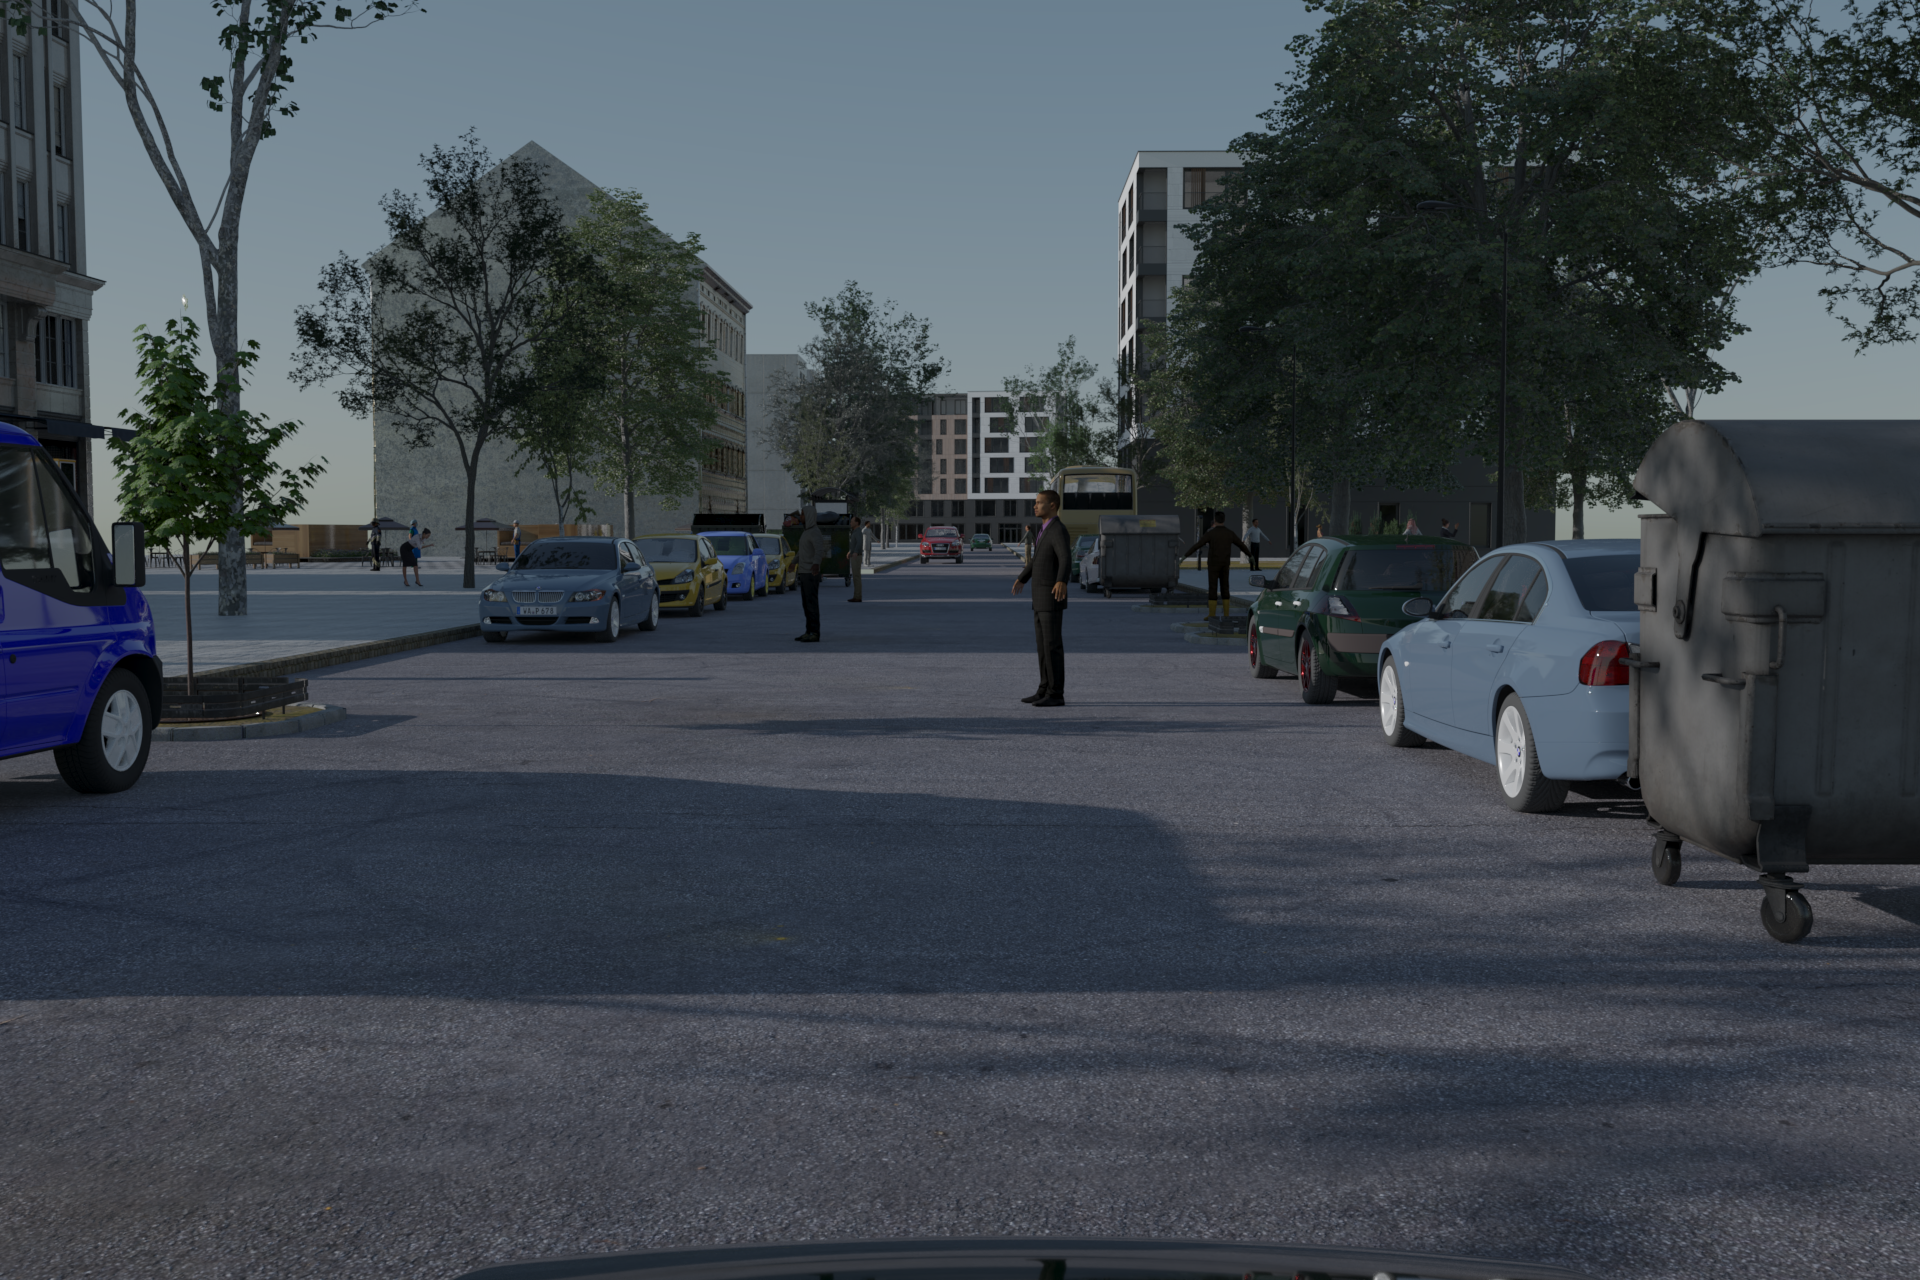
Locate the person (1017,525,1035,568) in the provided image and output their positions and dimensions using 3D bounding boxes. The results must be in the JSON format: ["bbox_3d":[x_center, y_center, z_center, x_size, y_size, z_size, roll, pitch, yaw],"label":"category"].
[{"bbox_3d":[2.840,-3.912,72.690,0.705,1.796,1.348,2,4,32],"label":"person"}]

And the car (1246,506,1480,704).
[{"bbox_3d":[3.755,-0.379,15.983,2.009,1.686,4.222,0,3,0],"label":"car"}]

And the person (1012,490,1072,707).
[{"bbox_3d":[0.718,-0.357,14.511,0.704,1.802,1.346,-1,4,-14],"label":"person"}]

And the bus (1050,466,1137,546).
[{"bbox_3d":[4.540,-4.270,61.356,2.896,3.916,12.252,0,4,1],"label":"bus"}]

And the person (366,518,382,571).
[{"bbox_3d":[-20.248,-3.306,59.914,0.704,1.845,1.351,-2,4,-34],"label":"person"}]

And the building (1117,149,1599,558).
[{"bbox_3d":[23.669,-16.193,108.732,27.936,21.610,32.646,0,4,1],"label":"building"}]

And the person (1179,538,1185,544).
[{"bbox_3d":[11.400,-5.043,91.717,0.991,1.433,0.599,1,4,9],"label":"person"}]

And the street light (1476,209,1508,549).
[{"bbox_3d":[8.148,-3.164,24.273,1.470,5.913,1.316,0,4,1],"label":"street light"}]

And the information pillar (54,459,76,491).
[{"bbox_3d":[-8.923,-0.770,17.085,0.304,2.012,0.304,0,4,2],"label":"information pillar"}]

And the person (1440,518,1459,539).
[{"bbox_3d":[13.739,-2.549,48.517,0.445,1.727,0.742,-3,4,-37],"label":"person"}]

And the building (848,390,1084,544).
[{"bbox_3d":[1.309,-25.283,259.807,32.646,21.610,27.936,1,4,10],"label":"building"}]

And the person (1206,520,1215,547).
[{"bbox_3d":[8.940,-3.273,60.081,0.750,1.759,0.617,-1,4,-8],"label":"person"}]

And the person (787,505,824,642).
[{"bbox_3d":[-2.026,-0.885,23.048,0.705,1.813,1.348,-1,4,-20],"label":"person"}]

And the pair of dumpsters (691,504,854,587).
[{"bbox_3d":[-5.081,-2.587,47.242,4.436,2.255,1.574,0,4,1],"label":"pair of dumpsters"}]

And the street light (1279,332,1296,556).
[{"bbox_3d":[8.014,-4.054,38.823,1.470,5.913,1.316,0,4,1],"label":"street light"}]

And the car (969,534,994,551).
[{"bbox_3d":[1.782,-8.189,145.691,2.131,1.459,4.920,0,4,0],"label":"car"}]

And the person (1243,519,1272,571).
[{"bbox_3d":[10.247,-3.296,60.043,1.344,1.810,0.704,-2,4,-34],"label":"person"}]

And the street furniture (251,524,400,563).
[{"bbox_3d":[-29.623,-4.582,81.768,9.812,1.723,11.010,1,4,14],"label":"street furniture"}]

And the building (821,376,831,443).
[{"bbox_3d":[-21.470,-21.505,208.018,16.016,20.090,11.380,0,4,1],"label":"building"}]

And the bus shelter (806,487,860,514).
[{"bbox_3d":[-5.586,-5.074,76.885,2.014,3.302,5.546,0,3,0],"label":"bus shelter"}]

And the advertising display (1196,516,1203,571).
[{"bbox_3d":[8.411,-3.407,60.912,0.123,1.923,0.974,0,4,1],"label":"advertising display"}]

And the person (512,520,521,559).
[{"bbox_3d":[-17.649,-3.856,68.895,0.705,1.847,1.347,0,4,-8],"label":"person"}]

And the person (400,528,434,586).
[{"bbox_3d":[-13.305,-2.032,42.447,0.799,1.438,0.628,-1,4,-21],"label":"person"}]

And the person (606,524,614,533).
[{"bbox_3d":[-19.278,-5.448,94.859,0.705,1.856,1.354,1,4,11],"label":"person"}]

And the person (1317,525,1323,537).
[{"bbox_3d":[17.339,-4.663,83.047,0.721,1.733,1.217,0,4,1],"label":"person"}]

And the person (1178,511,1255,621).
[{"bbox_3d":[4.254,-1.219,28.523,1.346,1.812,0.704,-1,4,-12],"label":"person"}]

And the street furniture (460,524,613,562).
[{"bbox_3d":[-17.919,-4.610,82.227,9.812,1.723,11.010,1,4,8],"label":"street furniture"}]

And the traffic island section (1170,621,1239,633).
[{"bbox_3d":[4.156,-0.173,25.700,1.991,0.108,1.994,0,4,1],"label":"traffic island section"}]

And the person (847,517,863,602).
[{"bbox_3d":[-2.209,-1.698,36.490,0.705,1.796,1.348,-1,4,-9],"label":"person"}]

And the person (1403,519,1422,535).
[{"bbox_3d":[15.583,-3.284,59.840,1.347,1.811,0.704,-2,4,-28],"label":"person"}]

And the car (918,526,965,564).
[{"bbox_3d":[-0.882,-4.679,85.181,2.281,1.827,5.304,0,4,1],"label":"car"}]

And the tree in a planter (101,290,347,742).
[{"bbox_3d":[-5.754,-0.956,12.855,1.991,3.239,1.994,0,4,1],"label":"tree in a planter"}]

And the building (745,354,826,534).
[{"bbox_3d":[-24.051,-19.548,186.061,16.747,18.905,31.486,0,4,1],"label":"building"}]

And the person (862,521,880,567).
[{"bbox_3d":[-3.629,-3.807,68.433,0.705,1.806,1.347,2,4,30],"label":"person"}]

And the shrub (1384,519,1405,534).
[{"bbox_3d":[20.297,-4.667,80.730,1.690,2.028,1.600,0,3,0],"label":"shrub"}]

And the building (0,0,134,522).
[{"bbox_3d":[-31.544,-18.348,46.104,12.429,33.558,17.177,0,4,1],"label":"building"}]

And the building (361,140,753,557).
[{"bbox_3d":[-23.657,-16.840,106.257,19.493,23.208,18.063,0,4,1],"label":"building"}]

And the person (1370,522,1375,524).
[{"bbox_3d":[17.308,-4.061,72.340,0.705,1.837,1.347,0,4,5],"label":"person"}]

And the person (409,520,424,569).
[{"bbox_3d":[-20.160,-3.547,64.126,0.704,1.817,1.347,0,4,1],"label":"person"}]

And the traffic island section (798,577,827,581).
[{"bbox_3d":[-5.134,-1.867,53.389,1.991,0.108,1.994,0,4,1],"label":"traffic island section"}]
